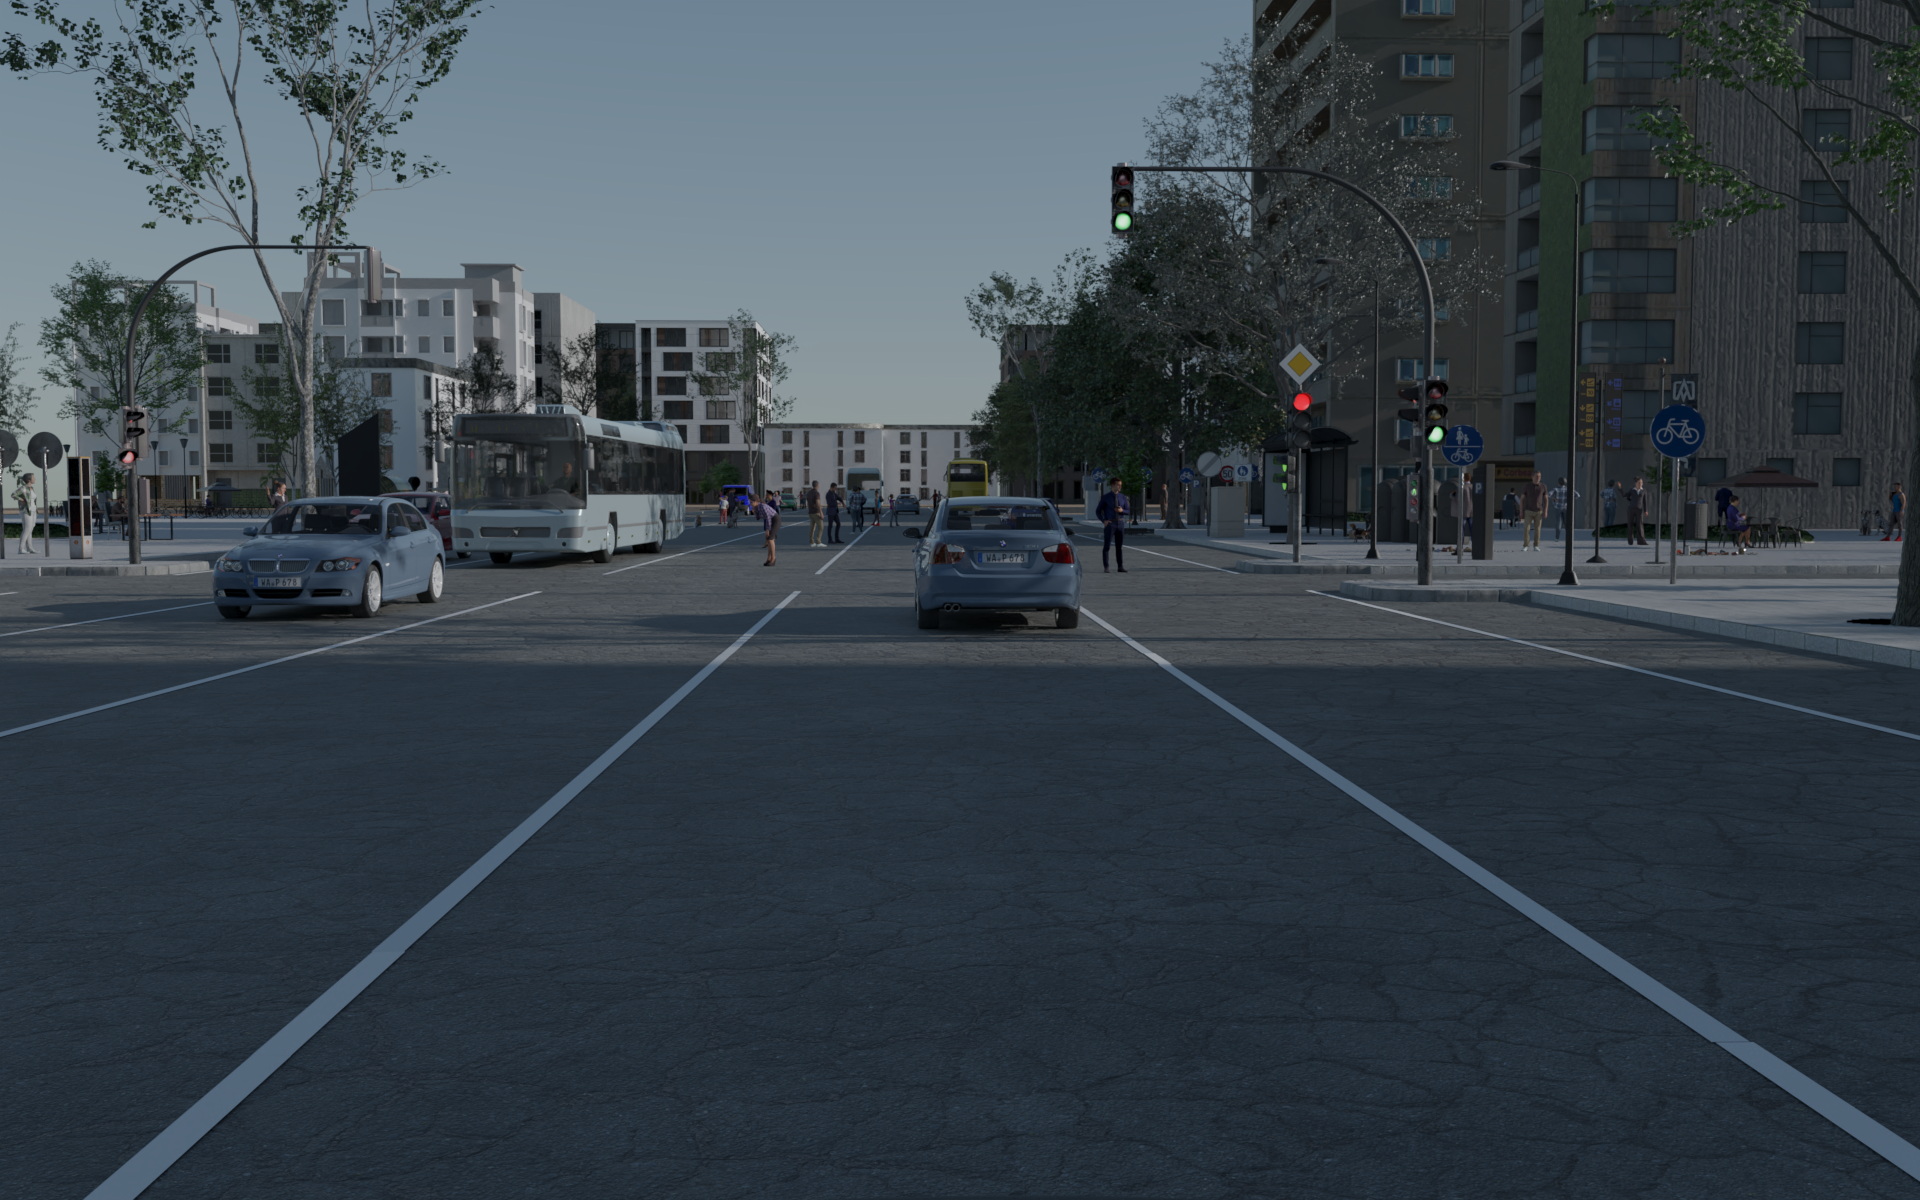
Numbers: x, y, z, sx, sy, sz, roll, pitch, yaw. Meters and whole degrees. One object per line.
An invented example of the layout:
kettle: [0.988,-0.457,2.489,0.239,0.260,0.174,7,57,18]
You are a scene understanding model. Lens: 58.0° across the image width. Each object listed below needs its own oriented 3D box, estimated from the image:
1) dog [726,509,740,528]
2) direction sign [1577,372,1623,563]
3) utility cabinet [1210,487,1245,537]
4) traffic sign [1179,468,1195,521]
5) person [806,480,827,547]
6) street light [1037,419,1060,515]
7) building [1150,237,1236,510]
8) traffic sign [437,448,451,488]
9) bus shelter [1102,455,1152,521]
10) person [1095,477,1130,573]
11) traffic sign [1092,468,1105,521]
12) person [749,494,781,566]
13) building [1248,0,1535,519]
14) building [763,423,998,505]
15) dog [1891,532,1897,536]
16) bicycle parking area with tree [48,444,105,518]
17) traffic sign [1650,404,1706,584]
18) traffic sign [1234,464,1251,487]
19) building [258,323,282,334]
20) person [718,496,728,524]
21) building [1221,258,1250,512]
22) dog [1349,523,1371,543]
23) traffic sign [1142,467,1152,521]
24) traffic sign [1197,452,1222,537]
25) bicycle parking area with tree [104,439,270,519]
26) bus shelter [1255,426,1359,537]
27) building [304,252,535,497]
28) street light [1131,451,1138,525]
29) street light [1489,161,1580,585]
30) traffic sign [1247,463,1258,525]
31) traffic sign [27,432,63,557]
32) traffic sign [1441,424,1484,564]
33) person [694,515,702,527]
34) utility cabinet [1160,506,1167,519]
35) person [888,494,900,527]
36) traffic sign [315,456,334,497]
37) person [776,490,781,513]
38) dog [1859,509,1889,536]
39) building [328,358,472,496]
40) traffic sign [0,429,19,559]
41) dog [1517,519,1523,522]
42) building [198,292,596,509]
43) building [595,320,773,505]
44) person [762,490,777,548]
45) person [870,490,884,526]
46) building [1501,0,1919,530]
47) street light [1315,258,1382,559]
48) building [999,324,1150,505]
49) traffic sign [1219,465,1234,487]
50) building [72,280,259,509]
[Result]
dog: [-9.665,-3.423,72.796,0.800,0.831,0.513,0,4,-2]
direction sign: [11.894,-2.462,32.248,0.876,3.537,0.379,-1,4,-9]
utility cabinet: [7.885,-2.592,51.052,1.173,1.500,0.318,-3,5,-40]
traffic sign: [10.878,-5.086,83.263,0.768,2.556,0.104,0,3,0]
person: [-3.915,-2.361,47.228,0.434,1.807,0.598,-2,4,-28]
street light: [5.492,-8.251,107.443,1.470,5.913,1.316,0,4,-2]
building: [33.430,-18.983,154.355,27.936,21.610,32.646,0,4,-2]
traffic sign: [-21.951,-5.053,76.490,2.265,3.308,0.079,0,4,3]
bus shelter: [8.060,-5.583,85.201,2.014,3.302,5.546,0,4,-2]
person: [2.825,-1.367,31.552,0.576,1.737,0.504,-2,4,-29]
traffic sign: [6.627,-5.025,82.257,0.768,2.556,0.104,0,4,5]
person: [-3.859,-1.382,34.325,0.697,1.427,0.421,-3,4,-37]
building: [28.953,-28.930,96.704,21.300,48.544,21.600,0,4,-2]
building: [-9.333,-16.368,209.759,28.070,9.664,9.099,0,4,-2]
dog: [28.831,-2.419,53.927,0.513,0.831,0.800,-1,4,-21]
bicycle parking area with tree: [-53.679,-6.827,98.617,8.231,4.147,9.016,-1,4,-19]
traffic sign: [10.160,-1.499,24.608,0.768,2.556,0.104,0,4,4]
traffic sign: [9.520,-3.441,58.398,0.606,2.300,0.079,0,4,2]
building: [-73.308,-22.868,217.861,32.646,21.610,27.936,0,4,-2]
person: [-11.345,-4.314,82.936,0.435,1.345,0.340,-3,5,-44]
building: [28.111,-16.852,131.951,16.016,20.091,11.380,0,4,-2]
dog: [10.542,-1.762,45.634,0.540,0.507,0.406,1,4,8]
traffic sign: [8.663,-4.982,81.569,0.768,2.556,0.104,0,4,5]
traffic sign: [7.513,-3.192,52.292,0.768,2.556,0.104,0,4,-1]
bicycle parking area with tree: [-41.668,-6.405,91.722,9.016,4.147,8.231,-2,4,-27]
bus shelter: [10.761,-3.687,54.213,2.014,3.302,5.546,0,4,-2]
building: [-42.873,-17.342,139.969,16.016,20.091,11.380,0,4,-2]
street light: [6.636,-6.015,70.883,1.470,5.913,1.316,0,4,-2]
street light: [8.077,-3.168,24.343,1.470,5.913,1.316,0,4,-2]
traffic sign: [11.912,-4.356,71.333,0.768,2.556,0.104,0,4,6]
traffic sign: [-18.650,-2.153,35.315,0.768,2.556,0.104,0,4,5]
traffic sign: [9.195,-1.939,31.801,0.768,2.556,0.104,0,4,4]
person: [-11.305,-3.407,74.680,0.357,0.543,0.381,-1,4,-11]
utility cabinet: [10.196,-4.620,86.698,0.306,1.237,1.020,0,4,3]
person: [-2.782,-3.838,74.494,0.776,1.435,0.726,-1,4,-14]
traffic sign: [-21.598,-3.581,58.556,0.884,2.594,0.081,0,4,7]
person: [-10.428,-5.420,98.575,0.517,1.644,0.566,0,4,-6]
dog: [27.994,-2.382,53.327,0.800,0.831,0.513,-1,4,-18]
building: [-38.403,-10.920,120.686,9.099,9.664,28.070,0,4,-2]
traffic sign: [-18.869,-2.076,34.053,0.768,2.556,0.104,0,4,4]
dog: [25.747,-3.797,79.810,0.748,0.427,0.550,1,4,20]
building: [-50.997,-17.965,160.189,31.486,18.905,16.747,0,4,-2]
building: [-40.634,-22.840,217.408,32.646,21.610,27.936,0,4,-2]
person: [-5.135,-2.149,46.005,0.453,1.535,0.546,1,4,21]
person: [-3.756,-4.155,78.301,0.662,1.594,0.647,0,4,4]
building: [29.355,-23.528,68.279,14.154,41.232,14.086,0,4,-2]
street light: [7.666,-3.773,34.226,1.470,5.913,1.316,0,4,-2]
building: [21.907,-22.974,219.601,32.646,21.610,27.936,0,4,-2]
traffic sign: [11.815,-4.677,76.569,0.768,2.556,0.104,0,4,-1]
building: [-72.428,-18.554,159.773,11.380,20.091,16.016,0,4,-2]
